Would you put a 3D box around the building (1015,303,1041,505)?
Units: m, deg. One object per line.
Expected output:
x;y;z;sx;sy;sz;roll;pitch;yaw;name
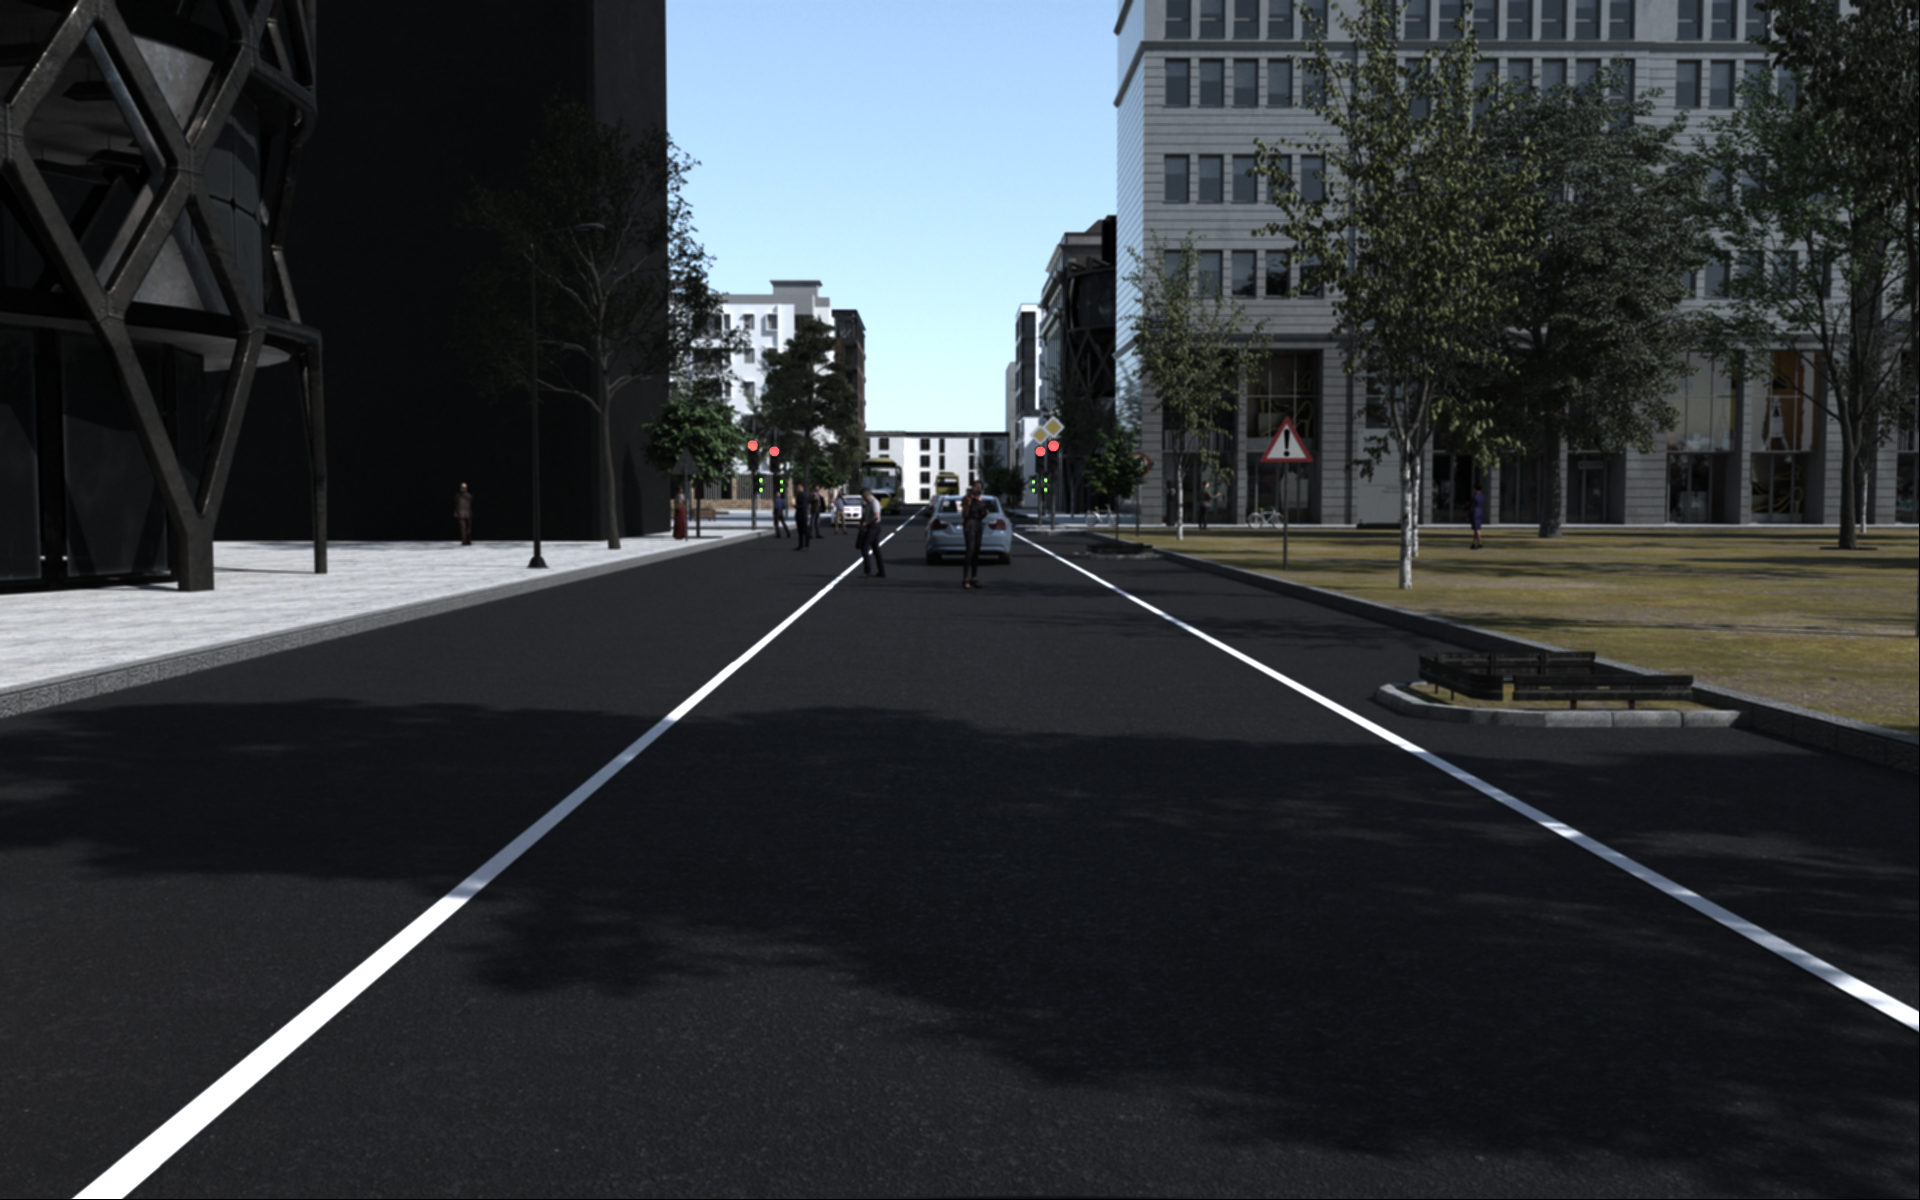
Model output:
20.291;-21.905;202.121;27.936;21.610;32.646;0;4;-1;building

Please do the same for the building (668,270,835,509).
-18.853;-18.007;150.827;16.016;20.091;11.380;0;4;-1;building

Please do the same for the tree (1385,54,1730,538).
17.329;-8.813;50.751;9.857;13.997;8.962;0;3;0;tree

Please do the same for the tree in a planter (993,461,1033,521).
2.946;-5.924;94.087;1.991;3.239;1.994;0;4;-1;tree in a planter

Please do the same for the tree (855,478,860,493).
-9.817;-11.018;174.743;1.663;3.219;1.824;0;3;0;tree

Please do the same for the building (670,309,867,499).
-27.867;-22.111;205.485;32.646;21.610;27.936;0;4;-1;building

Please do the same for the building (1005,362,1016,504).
22.328;-22.825;239.646;31.486;18.905;16.747;0;4;-1;building

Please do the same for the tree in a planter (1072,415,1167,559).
3.558;-2.560;39.079;1.991;3.239;1.994;0;4;-1;tree in a planter

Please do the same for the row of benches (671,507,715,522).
-13.221;-3.977;80.488;4.104;0.672;1.422;-2;4;-32;row of benches

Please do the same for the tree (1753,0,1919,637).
8.743;-3.956;15.043;4.360;8.622;3.978;0;3;0;tree

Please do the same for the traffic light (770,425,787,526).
-7.374;-4.895;69.271;0.839;4.213;0.868;0;4;-1;traffic light

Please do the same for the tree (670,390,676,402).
-13.862;-7.505;73.074;4.360;8.622;3.978;0;3;0;tree

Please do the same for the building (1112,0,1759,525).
22.217;-18.306;76.802;29.804;29.767;11.434;0;4;-1;building

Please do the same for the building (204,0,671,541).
-17.725;-13.617;52.320;15.834;23.373;12.332;0;4;-1;building

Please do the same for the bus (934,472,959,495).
-1.448;-12.507;196.040;2.896;3.916;12.252;0;4;-1;bus

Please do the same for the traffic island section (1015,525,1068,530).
3.227;-2.889;69.520;2.009;0.180;2.903;0;4;-1;traffic island section

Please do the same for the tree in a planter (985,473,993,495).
2.635;-7.572;121.029;1.991;3.239;1.994;0;4;-1;tree in a planter

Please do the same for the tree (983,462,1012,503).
4.094;-11.995;179.837;4.285;4.588;4.351;0;3;0;tree

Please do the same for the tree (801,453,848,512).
-11.480;-8.971;130.390;4.285;4.588;4.351;0;3;0;tree

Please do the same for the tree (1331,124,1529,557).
9.436;-5.211;35.560;4.360;8.622;3.978;0;3;0;tree

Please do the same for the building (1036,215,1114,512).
13.148;-17.796;132.765;13.314;21.916;24.055;0;4;-1;building

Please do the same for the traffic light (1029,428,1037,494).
3.186;-4.903;69.406;0.839;4.213;0.868;0;4;-1;traffic light

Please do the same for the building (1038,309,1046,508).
15.001;-18.044;151.442;16.016;20.091;11.380;0;4;-1;building

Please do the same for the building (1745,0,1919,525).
52.944;-18.324;77.090;29.804;29.767;11.434;0;4;-1;building

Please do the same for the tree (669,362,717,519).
-14.048;-8.505;89.423;4.737;8.622;4.395;0;3;0;tree

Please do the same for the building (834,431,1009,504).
-7.391;-17.881;234.508;28.070;9.664;9.099;0;4;-1;building

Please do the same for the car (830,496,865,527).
-4.698;-3.925;76.537;2.083;1.381;4.827;0;4;-2;car

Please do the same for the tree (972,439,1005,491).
3.686;-16.528;220.601;4.737;8.622;4.395;0;3;0;tree

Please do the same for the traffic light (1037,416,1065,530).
3.277;-4.415;61.422;0.839;4.213;0.868;0;4;-1;traffic light

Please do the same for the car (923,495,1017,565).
0.198;-1.498;36.489;2.014;1.417;4.499;0;4;1;car

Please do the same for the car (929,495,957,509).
-0.581;-5.520;102.612;2.083;1.381;4.827;0;4;-2;car

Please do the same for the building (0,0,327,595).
-18.080;-9.535;23.347;16.820;18.784;16.811;0;4;-1;building

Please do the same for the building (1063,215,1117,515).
15.033;-14.968;112.175;16.820;18.784;16.811;0;4;-1;building

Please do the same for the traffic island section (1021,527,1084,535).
3.317;-2.401;61.535;2.009;0.180;2.903;0;4;-1;traffic island section

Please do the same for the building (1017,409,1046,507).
10.772;-14.024;171.445;9.099;9.664;28.070;0;4;-1;building

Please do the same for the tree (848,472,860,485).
-9.899;-12.619;190.034;4.285;4.588;4.351;0;3;0;tree

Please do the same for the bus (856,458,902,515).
-5.450;-7.878;120.349;2.896;3.916;12.252;0;4;0;bus

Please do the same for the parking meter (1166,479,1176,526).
8.422;-3.879;69.131;0.255;1.863;0.399;-1;4;-21;parking meter

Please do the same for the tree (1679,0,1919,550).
20.568;-6.979;39.864;9.928;11.665;9.643;0;3;0;tree

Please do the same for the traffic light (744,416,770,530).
-7.283;-4.406;61.287;0.839;4.213;0.868;0;4;-1;traffic light
